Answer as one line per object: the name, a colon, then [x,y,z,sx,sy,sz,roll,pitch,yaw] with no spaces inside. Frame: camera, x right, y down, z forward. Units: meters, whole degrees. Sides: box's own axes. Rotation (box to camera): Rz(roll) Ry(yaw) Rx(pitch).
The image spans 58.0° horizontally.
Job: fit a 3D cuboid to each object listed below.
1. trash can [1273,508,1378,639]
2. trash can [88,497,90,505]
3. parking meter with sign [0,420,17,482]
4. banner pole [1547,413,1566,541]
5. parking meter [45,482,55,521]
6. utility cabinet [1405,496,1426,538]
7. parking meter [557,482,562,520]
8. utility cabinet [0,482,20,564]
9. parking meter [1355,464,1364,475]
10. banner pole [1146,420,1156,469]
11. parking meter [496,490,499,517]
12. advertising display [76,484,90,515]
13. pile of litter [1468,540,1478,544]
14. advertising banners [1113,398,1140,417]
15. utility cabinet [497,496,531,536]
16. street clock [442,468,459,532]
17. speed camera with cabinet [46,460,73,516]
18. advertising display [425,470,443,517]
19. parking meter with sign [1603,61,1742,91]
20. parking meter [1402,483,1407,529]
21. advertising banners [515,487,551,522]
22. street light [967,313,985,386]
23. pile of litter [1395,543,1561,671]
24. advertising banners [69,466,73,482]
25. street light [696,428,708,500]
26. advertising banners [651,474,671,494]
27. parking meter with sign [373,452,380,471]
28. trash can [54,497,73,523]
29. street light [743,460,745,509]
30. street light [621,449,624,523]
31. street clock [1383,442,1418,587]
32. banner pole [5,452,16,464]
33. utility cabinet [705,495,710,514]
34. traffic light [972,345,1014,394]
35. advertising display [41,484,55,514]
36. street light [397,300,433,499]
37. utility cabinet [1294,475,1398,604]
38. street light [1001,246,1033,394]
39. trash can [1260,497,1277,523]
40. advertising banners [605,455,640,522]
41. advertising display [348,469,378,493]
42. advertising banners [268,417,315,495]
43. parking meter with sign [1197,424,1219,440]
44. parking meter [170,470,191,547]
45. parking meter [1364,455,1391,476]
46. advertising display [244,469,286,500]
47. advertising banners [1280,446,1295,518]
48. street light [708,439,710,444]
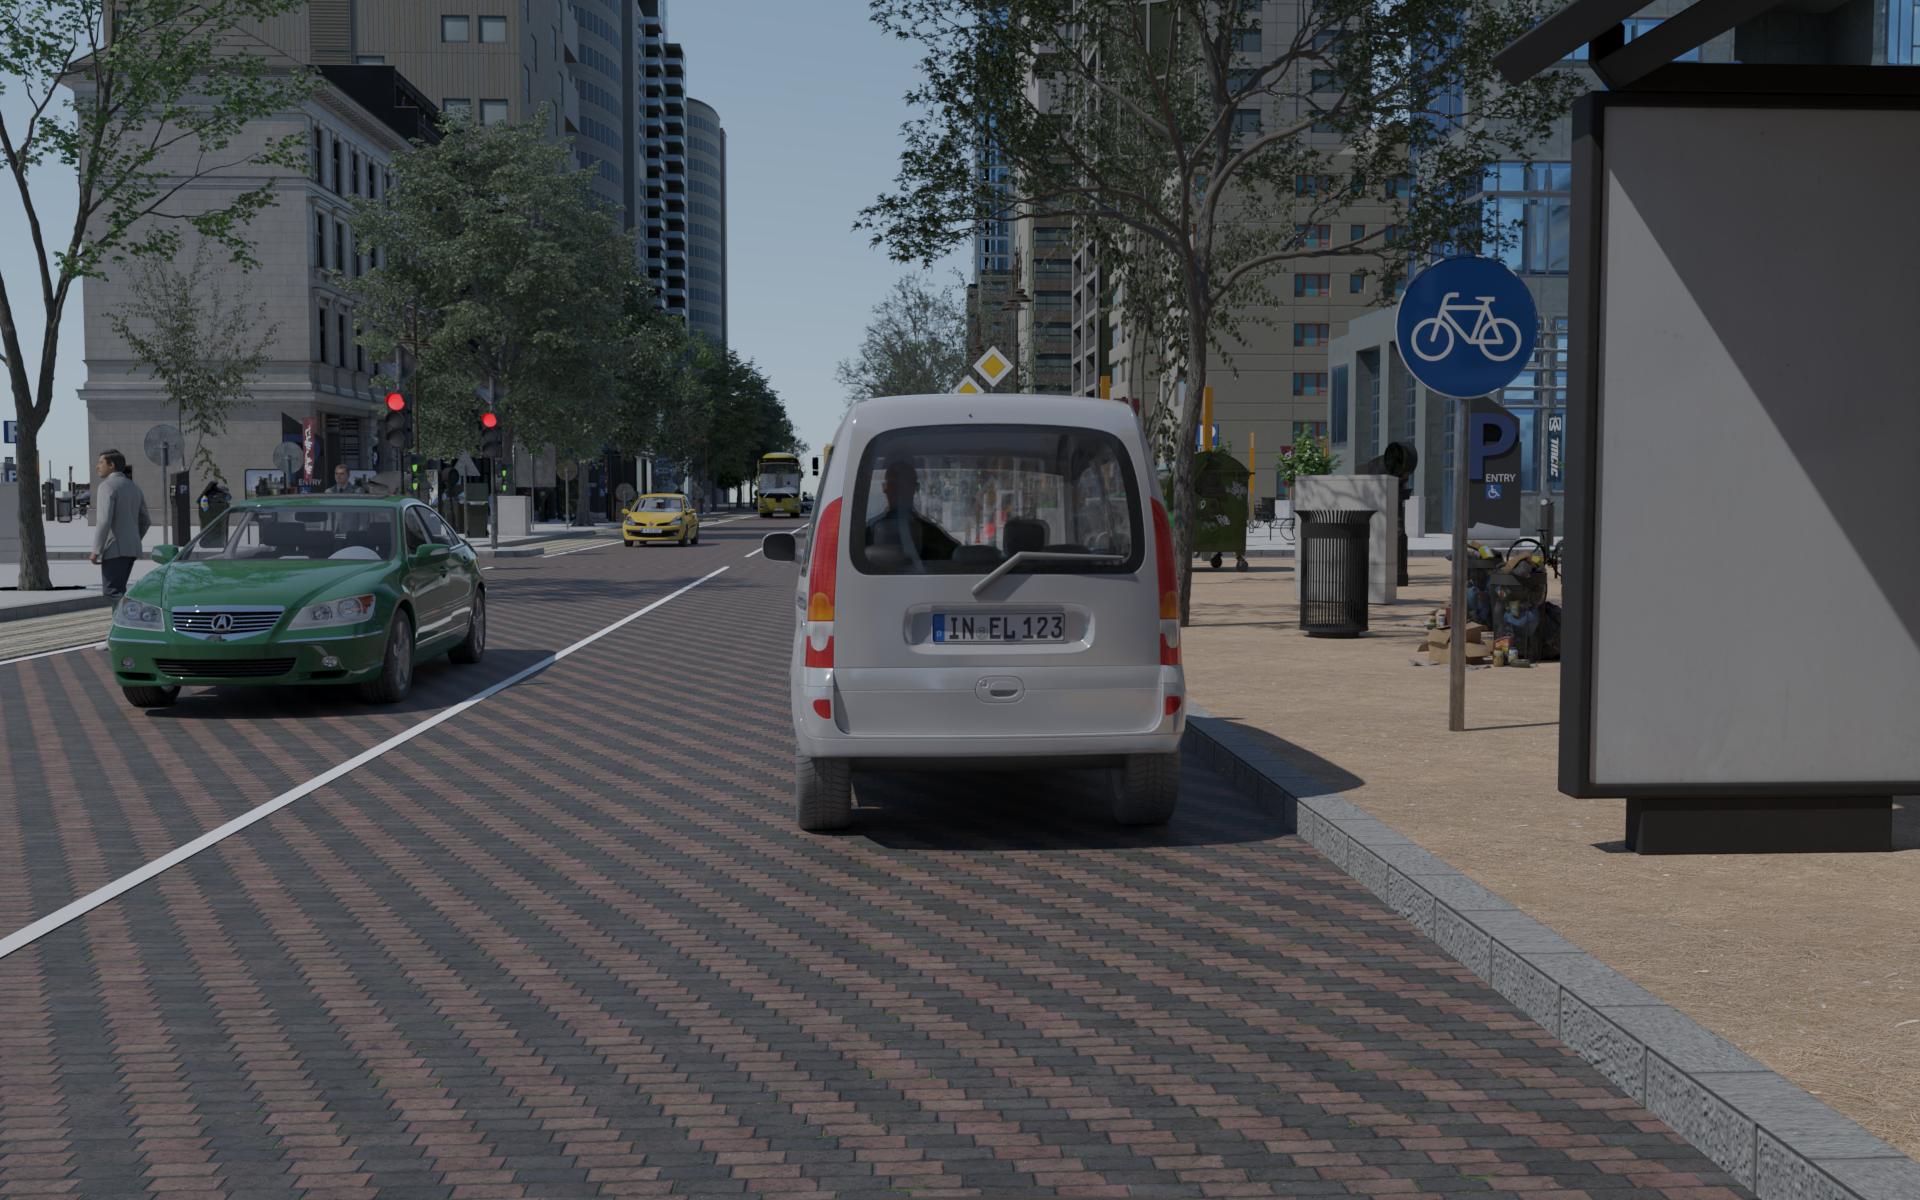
trash can: [3.363,-0.238,15.550,0.748,1.137,0.748,0,3,0]
trash can: [-45.155,-4.823,90.513,0.748,1.137,0.748,0,3,0]
parking meter with sign: [-22.852,-2.785,41.794,0.543,3.016,1.738,-3,4,-36]
banner pole: [16.294,-3.491,47.088,0.401,3.779,0.863,-2,4,-35]
parking meter: [-43.175,-4.676,82.167,0.255,1.863,0.399,0,4,8]
utility cabinet: [13.161,-2.424,50.801,0.306,1.237,1.020,-2,4,-34]
parking meter: [-20.067,-4.963,86.850,0.255,1.863,0.399,-1,4,-8]
utility cabinet: [-17.423,-1.401,31.590,1.173,1.500,0.318,-2,4,-25]
parking meter: [7.120,-1.512,30.430,0.399,1.863,0.255,1,4,23]
banner pole: [6.364,-4.172,58.229,0.863,3.779,0.401,-3,4,-36]
parking meter: [-25.859,-5.411,96.887,0.372,1.533,0.369,0,3,0]
advertising display: [-54.299,-6.237,107.194,0.123,1.923,0.974,3,5,41]
pile of litter: [5.009,-0.152,16.449,1.176,0.858,1.719,-2,4,-33]
advertising banners: [2.277,-2.165,31.590,2.074,3.025,0.090,0,4,-1]
utility cabinet: [-13.671,-2.568,53.152,1.020,1.237,0.306,1,4,20]
street clock: [-14.152,-2.666,48.163,0.358,2.002,0.471,2,4,24]
speed camera with cabinet: [-52.422,-6.512,100.812,2.038,3.252,0.660,3,4,38]
advertising display: [-14.007,-2.504,46.146,0.123,1.923,0.974,-3,4,-36]
parking meter with sign: [3.386,-0.712,7.902,0.543,3.016,1.738,2,4,33]
parking meter: [6.177,-1.000,24.768,0.372,1.533,0.369,0,3,0]
advertising banners: [-19.651,-5.044,78.650,2.074,3.025,0.090,-2,4,-27]
street light: [0.459,-4.383,44.444,0.468,5.910,1.993,0,4,-3]
pile of litter: [4.042,0.039,13.325,1.719,0.858,1.176,-2,4,-34]
advertising banners: [-55.196,-6.771,106.898,0.090,3.025,2.074,0,4,-2]
street light: [-16.753,-8.480,111.432,0.468,5.910,1.993,0,4,-3]
advertising banners: [-17.738,-6.480,102.139,0.090,3.025,2.074,2,4,30]
parking meter with sign: [-23.371,-4.628,71.925,1.738,3.016,0.543,-2,4,-35]
trash can: [-39.768,-3.990,76.897,0.748,1.137,0.748,0,3,0]
street light: [-19.009,-10.972,152.175,0.468,5.910,1.993,0,4,-3]
street light: [-14.890,-6.337,76.393,0.468,5.910,1.993,0,4,-3]
street clock: [6.090,-1.188,23.986,0.358,2.002,0.471,-2,4,-24]
banner pole: [-55.850,-6.858,102.139,0.863,3.779,0.401,-1,4,-19]
utility cabinet: [-16.555,-6.258,113.476,0.306,1.237,1.020,-1,4,-10]
traffic light: [0.606,-2.687,32.850,0.839,4.253,0.868,0,4,-3]
advertising display: [-57.604,-6.384,109.585,0.123,1.923,0.974,2,4,32]
street light: [-12.965,-4.194,41.358,0.468,5.910,1.993,0,4,-3]
utility cabinet: [4.540,-0.715,20.365,1.173,1.500,0.318,3,5,40]
street light: [1.061,-3.653,32.510,0.468,5.910,1.993,0,4,-3]
trash can: [13.936,-4.074,78.265,0.748,1.137,0.748,0,3,0]
advertising banners: [-15.462,-5.034,78.493,2.074,3.025,0.090,-2,4,-35]
advertising display: [-15.491,-2.416,44.715,0.974,1.923,0.123,-3,5,-44]
advertising banners: [-15.454,-2.684,40.079,2.074,3.025,0.090,3,5,40]
parking meter with sign: [5.814,-2.825,42.443,0.543,3.016,1.738,2,4,25]
parking meter: [-18.933,-2.223,42.056,0.255,1.863,0.399,2,4,33]
parking meter: [6.295,-1.235,25.903,0.255,1.863,0.399,-1,4,-19]
advertising display: [-17.700,-2.383,44.168,0.974,1.923,0.123,-1,4,-17]
advertising banners: [12.618,-4.074,62.792,2.074,3.025,0.090,0,4,-2]
street light: [-17.103,-8.813,116.886,0.468,5.910,1.993,0,4,-3]
